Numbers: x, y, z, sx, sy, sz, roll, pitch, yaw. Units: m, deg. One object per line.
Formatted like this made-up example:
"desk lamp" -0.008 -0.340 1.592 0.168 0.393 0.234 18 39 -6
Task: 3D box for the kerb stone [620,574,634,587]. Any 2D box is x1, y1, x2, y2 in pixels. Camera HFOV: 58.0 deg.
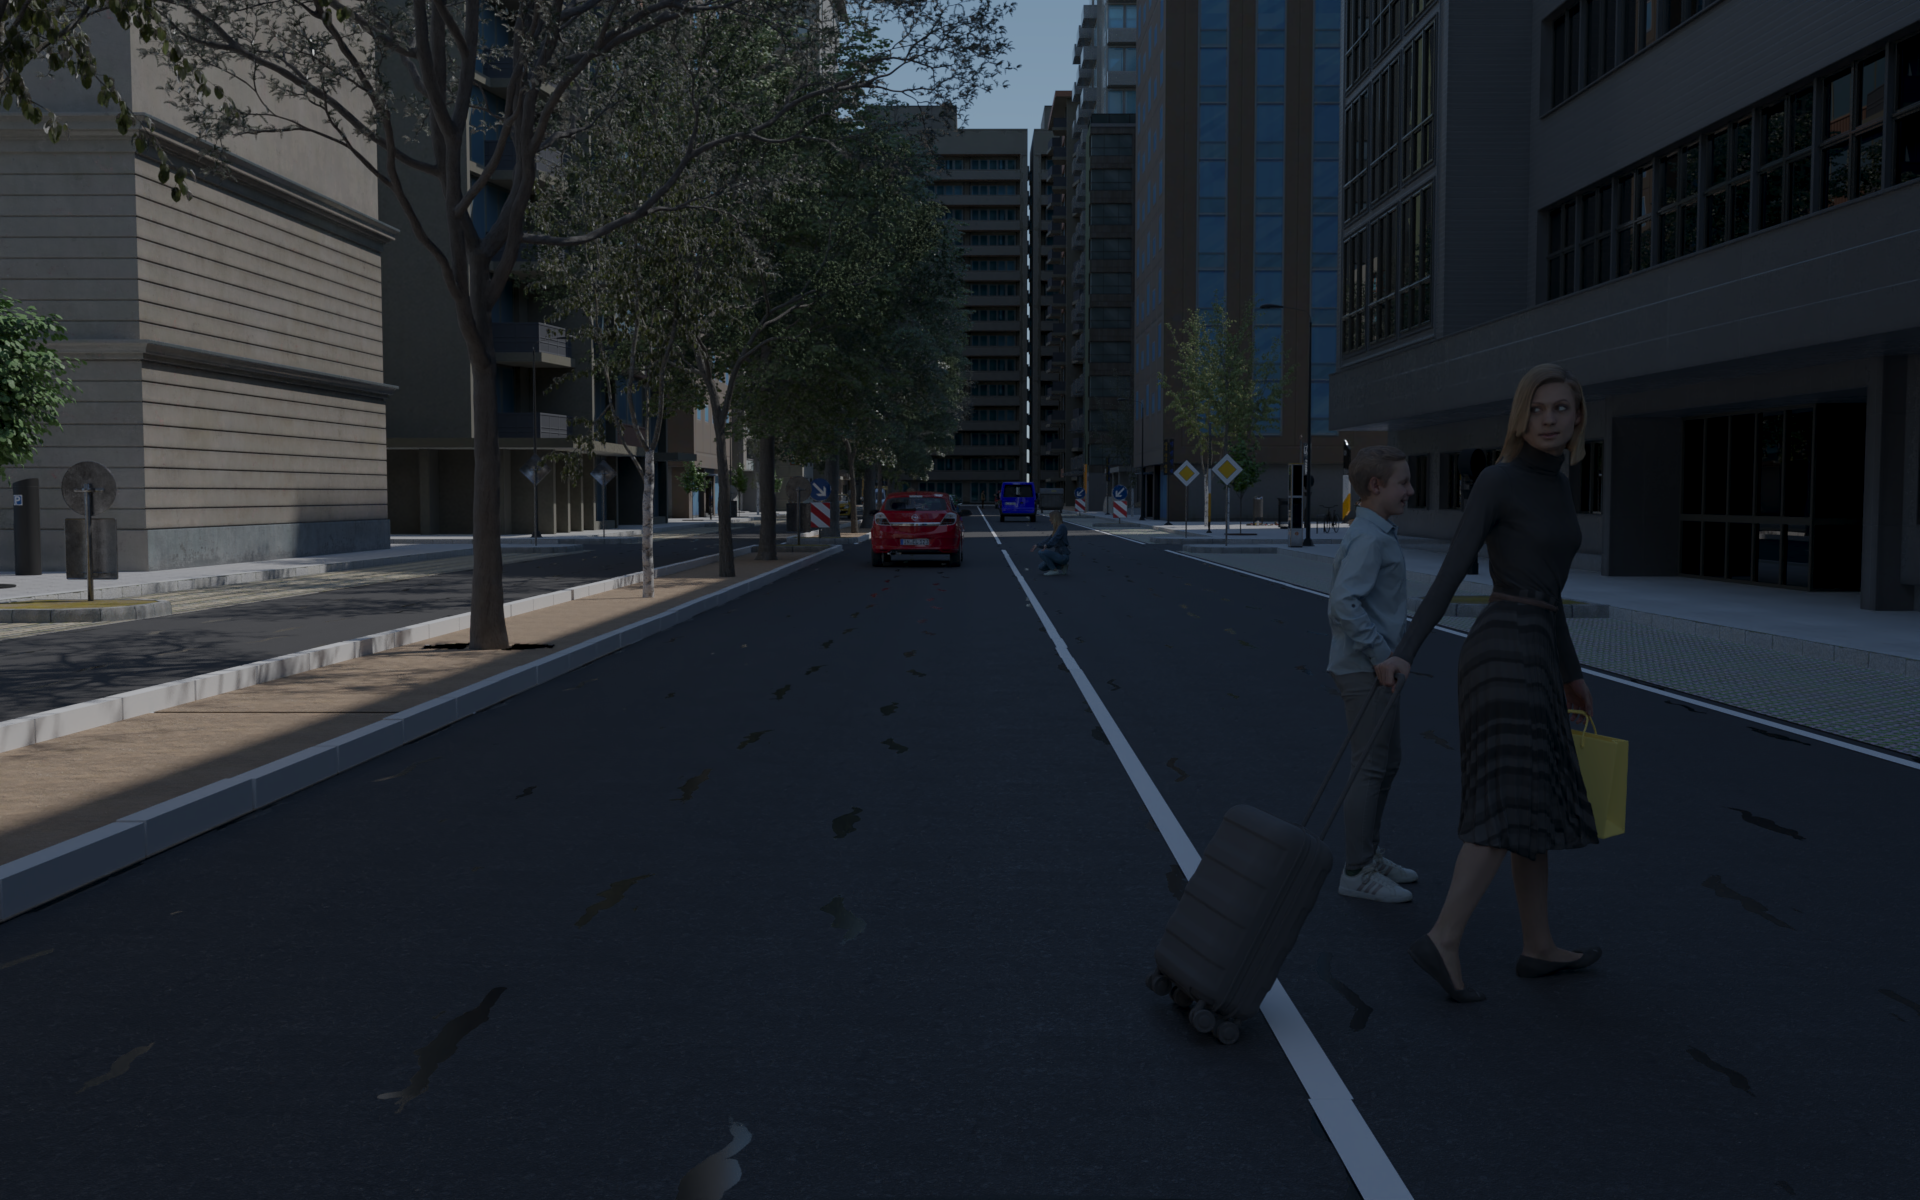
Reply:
"kerb stone" -5.240 -0.279 26.805 0.120 0.150 1.000 0 4 0

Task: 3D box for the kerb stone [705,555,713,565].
"kerb stone" -5.190 -0.784 35.019 0.120 0.150 1.000 0 4 0

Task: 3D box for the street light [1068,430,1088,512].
"street light" 8.552 -9.365 125.664 1.470 5.913 1.316 0 4 0

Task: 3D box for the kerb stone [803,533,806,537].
"kerb stone" -5.072 -2.007 55.010 0.120 0.150 1.000 0 4 0

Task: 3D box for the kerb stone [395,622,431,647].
"kerb stone" -5.293 0.345 16.551 0.120 0.150 1.000 0 4 0

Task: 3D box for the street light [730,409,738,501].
"street light" -11.730 -7.342 92.582 1.470 5.913 1.316 0 4 0

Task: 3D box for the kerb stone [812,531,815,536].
"kerb stone" -5.052 -2.196 58.093 0.120 0.150 1.000 0 4 0

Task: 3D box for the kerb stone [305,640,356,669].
"kerb stone" -5.313 0.472 14.498 0.120 0.150 1.000 0 4 0

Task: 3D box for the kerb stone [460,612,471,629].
"kerb stone" -5.285 0.224 18.596 0.120 0.150 1.000 0 4 0

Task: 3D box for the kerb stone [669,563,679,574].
"kerb stone" -5.206 -0.533 30.915 0.120 0.150 1.000 0 4 0

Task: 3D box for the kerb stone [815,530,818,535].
"kerb stone" -5.047 -2.258 59.115 0.120 0.150 1.000 0 4 0

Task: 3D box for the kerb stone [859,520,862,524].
"kerb stone" -4.877 -3.952 86.816 0.120 0.150 1.000 0 4 0

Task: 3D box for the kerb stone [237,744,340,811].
"kerb stone" -3.241 0.852 8.334 0.120 0.150 1.000 0 4 0

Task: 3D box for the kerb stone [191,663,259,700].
"kerb stone" -5.324 0.598 12.445 0.120 0.150 1.000 0 4 0

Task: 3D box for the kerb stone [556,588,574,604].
"kerb stone" -5.263 -0.026 22.692 0.120 0.150 1.000 0 4 0

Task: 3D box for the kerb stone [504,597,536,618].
"kerb stone" -5.273 0.095 20.644 0.120 0.150 1.000 0 4 0

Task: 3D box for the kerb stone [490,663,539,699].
"kerb stone" -3.227 0.597 12.435 0.120 0.150 1.000 0 4 0

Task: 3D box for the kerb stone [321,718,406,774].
"kerb stone" -3.233 0.789 9.356 0.120 0.150 1.000 0 4 0

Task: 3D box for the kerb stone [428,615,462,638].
"kerb stone" -5.288 0.283 17.573 0.120 0.150 1.000 0 4 0

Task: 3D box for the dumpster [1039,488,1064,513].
"dumpster" 6.785 -7.368 128.675 1.865 1.857 1.264 0 4 0

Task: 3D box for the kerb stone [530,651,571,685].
"kerb stone" -3.215 0.537 13.459 0.120 0.150 1.000 0 4 0

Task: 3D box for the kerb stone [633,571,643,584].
"kerb stone" -5.232 -0.343 27.828 0.120 0.150 1.000 0 4 0

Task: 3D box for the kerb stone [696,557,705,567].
"kerb stone" -5.194 -0.717 33.992 0.120 0.150 1.000 0 4 0

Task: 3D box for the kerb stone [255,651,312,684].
"kerb stone" -5.316 0.535 13.477 0.120 0.150 1.000 0 4 0

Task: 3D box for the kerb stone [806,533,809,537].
"kerb stone" -5.063 -2.070 56.037 0.120 0.150 1.000 0 4 0

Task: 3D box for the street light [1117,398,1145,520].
"street light" 8.337 -6.834 84.273 1.470 5.913 1.316 0 4 0

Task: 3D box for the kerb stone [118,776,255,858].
"kerb stone" -3.255 0.910 7.311 0.120 0.150 1.000 0 4 0

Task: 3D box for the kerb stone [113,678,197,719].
"kerb stone" -5.330 0.659 11.418 0.120 0.150 1.000 0 4 0

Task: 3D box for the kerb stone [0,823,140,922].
"kerb stone" -3.258 0.977 6.290 0.120 0.150 1.000 0 4 0

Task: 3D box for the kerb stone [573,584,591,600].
"kerb stone" -5.255 -0.093 23.713 0.120 0.150 1.000 0 4 0

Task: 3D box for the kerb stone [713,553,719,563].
"kerb stone" -5.183 -0.844 36.048 0.120 0.150 1.000 0 4 0

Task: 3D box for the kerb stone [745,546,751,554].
"kerb stone" -5.158 -1.158 41.166 0.120 0.150 1.000 0 4 0

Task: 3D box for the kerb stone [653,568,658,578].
"kerb stone" -5.224 -0.405 28.859 0.120 0.150 1.000 0 4 0

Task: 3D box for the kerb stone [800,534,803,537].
"kerb stone" -5.073 -1.944 53.988 0.120 0.150 1.000 0 4 0

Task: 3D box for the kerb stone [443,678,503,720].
"kerb stone" -3.226 0.659 11.413 0.120 0.150 1.000 0 4 0

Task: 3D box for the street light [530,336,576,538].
"street light" -11.939 -4.790 50.860 1.470 5.913 1.316 0 4 0

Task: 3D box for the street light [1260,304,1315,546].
"street light" 8.011 -4.273 42.401 1.470 5.913 1.316 0 4 0

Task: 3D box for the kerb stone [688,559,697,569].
"kerb stone" -5.197 -0.656 32.970 0.120 0.150 1.000 0 4 0

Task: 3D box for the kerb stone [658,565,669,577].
"kerb stone" -5.219 -0.470 29.888 0.120 0.150 1.000 0 4 0

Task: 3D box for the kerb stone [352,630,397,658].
"kerb stone" -5.302 0.408 15.530 0.120 0.150 1.000 0 4 0

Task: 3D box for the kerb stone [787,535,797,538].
"kerb stone" -5.083 -1.819 51.943 0.120 0.150 1.000 0 4 0

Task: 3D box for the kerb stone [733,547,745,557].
"kerb stone" -5.158 -1.097 40.136 0.120 0.150 1.000 0 4 0

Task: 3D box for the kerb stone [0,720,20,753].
"kerb stone" -5.337 0.784 9.371 0.120 0.150 1.000 0 4 0

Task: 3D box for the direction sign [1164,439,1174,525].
"direction sign" 8.597 -4.855 71.379 0.379 3.537 0.876 -1 4 -20

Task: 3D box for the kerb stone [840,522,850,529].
"kerb stone" -4.949 -3.198 74.490 0.120 0.150 1.000 0 4 0

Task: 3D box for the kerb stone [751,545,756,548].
"kerb stone" -5.150 -1.222 42.193 0.120 0.150 1.000 0 4 0

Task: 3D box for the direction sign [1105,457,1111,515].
"direction sign" 9.153 -7.046 107.196 0.379 3.537 0.876 1 4 18

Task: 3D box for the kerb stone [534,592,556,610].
"kerb stone" -5.268 0.032 21.666 0.120 0.150 1.000 0 4 0

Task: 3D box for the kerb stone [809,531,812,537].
"kerb stone" -5.061 -2.124 57.059 0.120 0.150 1.000 0 4 0

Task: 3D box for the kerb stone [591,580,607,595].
"kerb stone" -5.247 -0.152 24.739 0.120 0.150 1.000 0 4 0

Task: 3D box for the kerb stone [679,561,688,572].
"kerb stone" -5.207 -0.596 31.944 0.120 0.150 1.000 0 4 0

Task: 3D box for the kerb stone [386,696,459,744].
"kerb stone" -3.233 0.722 10.391 0.120 0.150 1.000 0 4 0

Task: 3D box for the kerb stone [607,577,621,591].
"kerb stone" -5.242 -0.213 25.769 0.120 0.150 1.000 0 4 0

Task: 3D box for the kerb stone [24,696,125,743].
"kerb stone" -5.334 0.722 10.393 0.120 0.150 1.000 0 4 0
